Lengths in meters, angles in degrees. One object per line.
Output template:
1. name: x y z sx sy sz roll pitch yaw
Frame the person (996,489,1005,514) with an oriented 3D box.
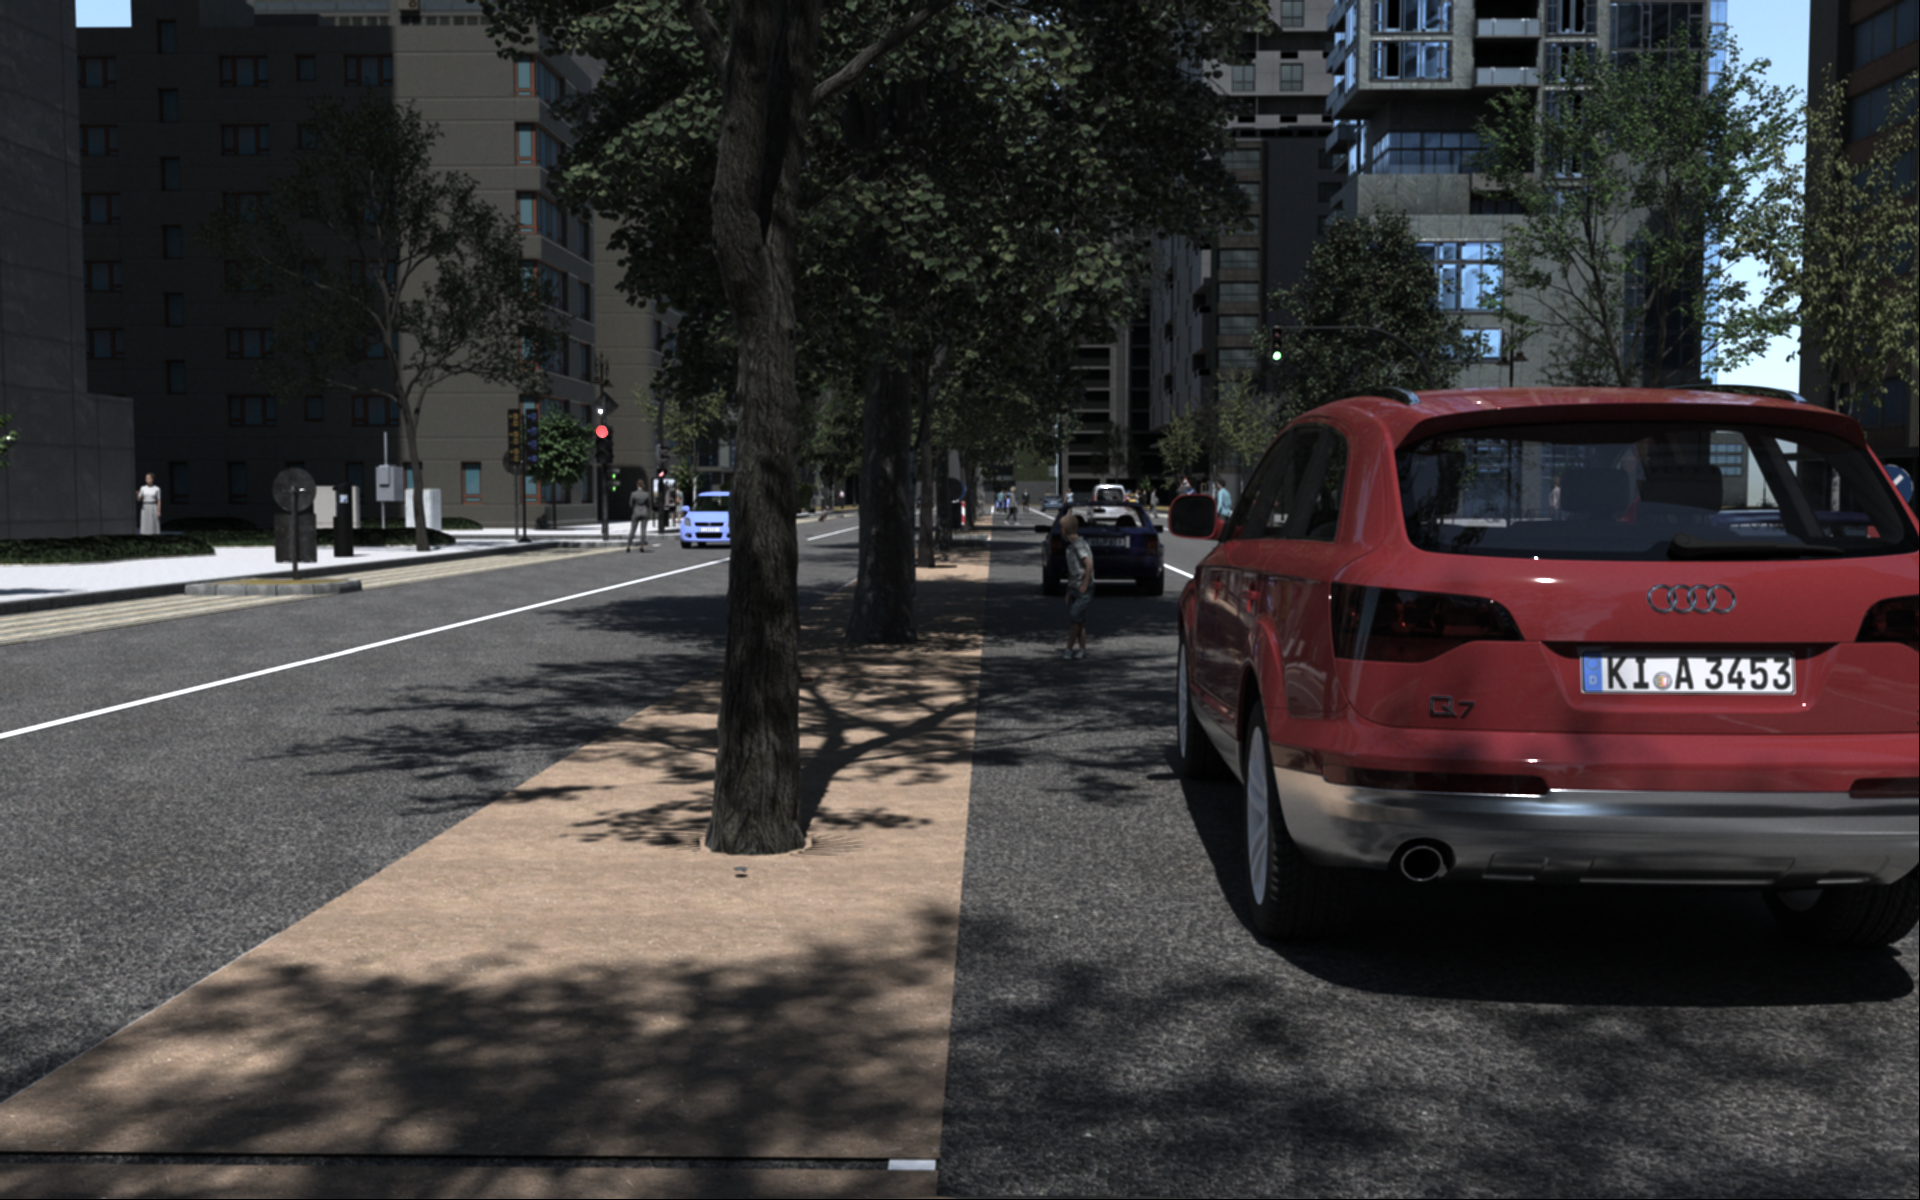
1. person: 2.940 -7.243 126.949 0.620 1.820 0.660 -2 4 -33

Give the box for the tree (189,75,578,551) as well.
1. tree: -12.301 -6.382 38.766 7.601 10.594 8.767 3 4 38

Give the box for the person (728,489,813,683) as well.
1. person: -1.478 -0.276 13.113 0.635 1.810 0.391 2 4 28

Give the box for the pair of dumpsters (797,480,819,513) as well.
1. pair of dumpsters: -10.456 -6.982 116.642 1.574 2.255 4.437 0 4 1

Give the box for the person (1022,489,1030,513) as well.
1. person: 4.987 -7.475 130.496 0.659 1.850 0.755 -1 4 -10

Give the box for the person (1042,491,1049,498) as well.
1. person: 9.952 -11.470 196.043 1.348 1.824 0.705 0 4 8

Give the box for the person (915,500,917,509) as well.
1. person: -2.613 -5.085 91.888 0.600 1.795 0.529 -1 4 -17

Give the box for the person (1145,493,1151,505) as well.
1. person: 22.625 -12.276 206.894 1.348 1.807 0.705 -2 4 -31

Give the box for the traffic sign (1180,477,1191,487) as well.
1. traffic sign: 16.914 -7.953 130.041 0.884 2.594 0.081 1 4 10

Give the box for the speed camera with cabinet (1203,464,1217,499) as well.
1. speed camera with cabinet: 16.546 -7.362 114.703 0.660 3.252 2.038 0 4 -2

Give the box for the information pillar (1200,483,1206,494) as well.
1. information pillar: 16.844 -7.070 120.086 0.304 2.012 0.304 -1 4 -15

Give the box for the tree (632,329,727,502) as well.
1. tree: -11.527 -7.551 73.813 4.737 8.622 4.395 0 3 0

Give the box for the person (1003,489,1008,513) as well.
1. person: 3.519 -7.629 133.245 0.705 1.823 1.348 0 4 2

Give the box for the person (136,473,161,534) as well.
1. person: -18.089 -1.958 38.624 0.480 1.755 0.524 -1 4 -20

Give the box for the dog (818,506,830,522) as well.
1. dog: -7.150 -4.491 90.264 0.513 0.831 0.800 -2 4 -25

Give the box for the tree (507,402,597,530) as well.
1. tree: -14.434 -4.784 61.928 4.285 4.588 4.351 0 3 0

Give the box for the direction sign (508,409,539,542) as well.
1. direction sign: -11.627 -3.313 46.168 0.876 3.537 0.379 1 4 15

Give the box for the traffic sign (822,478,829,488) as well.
1. traffic sign: -10.024 -7.969 130.400 0.768 2.556 0.104 1 4 8

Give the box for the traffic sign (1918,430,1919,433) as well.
1. traffic sign: 14.467 -1.572 25.430 0.795 2.593 0.064 0 4 2

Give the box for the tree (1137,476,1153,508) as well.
1. tree: 17.897 -10.442 165.321 1.663 3.219 1.824 0 3 0

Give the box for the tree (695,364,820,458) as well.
1. tree: -11.252 -9.890 96.115 7.601 10.594 8.767 0 4 7

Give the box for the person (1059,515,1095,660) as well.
1. person: 1.009 -0.112 15.007 0.352 1.250 0.332 1 4 21

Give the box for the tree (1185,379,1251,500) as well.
1. tree: 16.556 -9.840 111.252 4.360 8.622 3.978 0 3 0

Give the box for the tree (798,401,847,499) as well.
1. tree: -10.870 -11.210 133.650 4.737 8.622 4.395 0 3 0

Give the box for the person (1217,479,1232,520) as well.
1. person: 6.851 -2.218 44.785 0.620 1.820 0.660 2 4 28

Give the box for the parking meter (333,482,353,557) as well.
1. parking meter: -12.611 -1.650 35.397 0.372 1.533 0.369 0 3 0

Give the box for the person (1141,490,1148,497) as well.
1. person: 21.746 -12.155 204.746 0.705 1.831 1.348 -2 4 -30

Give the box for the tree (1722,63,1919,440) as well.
1. tree: 15.688 -4.891 30.337 4.737 8.622 4.395 0 3 0

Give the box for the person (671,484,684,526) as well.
1. person: -11.502 -3.880 70.490 0.512 1.701 0.522 -1 4 -15

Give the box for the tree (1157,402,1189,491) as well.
1. tree: 17.261 -11.322 135.471 4.737 8.622 4.395 0 3 0

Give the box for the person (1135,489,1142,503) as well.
1. person: 12.189 -6.697 118.572 0.524 1.755 0.480 0 4 3

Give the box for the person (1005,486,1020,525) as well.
1. person: 2.436 -4.412 80.811 0.728 1.800 0.709 0 4 0

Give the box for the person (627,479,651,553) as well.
1. person: -7.897 -2.064 42.524 0.520 1.790 0.573 -2 4 -31

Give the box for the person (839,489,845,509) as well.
1. person: -10.316 -8.775 150.448 0.436 1.711 0.756 3 4 36

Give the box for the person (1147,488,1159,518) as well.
1. person: 11.494 -5.775 103.190 0.850 1.792 0.678 0 3 0

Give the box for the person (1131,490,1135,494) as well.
1. person: 17.693 -10.438 177.428 1.217 1.735 0.721 0 4 2

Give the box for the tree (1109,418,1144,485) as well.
1. tree: 18.644 -16.713 207.674 7.601 10.594 8.767 1 4 9

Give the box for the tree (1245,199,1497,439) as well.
1. tree: 16.046 -9.227 67.867 9.611 12.733 9.660 0 3 0

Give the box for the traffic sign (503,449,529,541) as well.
1. traffic sign: -12.143 -2.892 47.384 0.768 2.556 0.104 0 4 7

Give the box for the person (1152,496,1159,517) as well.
1. person: 11.975 -5.851 106.766 0.523 1.515 0.503 0 4 -6

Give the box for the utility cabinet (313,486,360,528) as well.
1. utility cabinet: -17.171 -2.389 47.744 1.173 1.500 0.318 0 4 -1

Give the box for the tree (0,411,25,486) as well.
1. tree: -12.308 -1.626 21.181 1.663 3.219 1.824 0 3 0

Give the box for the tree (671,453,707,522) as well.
1. tree: -12.508 -5.153 78.847 1.663 3.219 1.824 0 3 0

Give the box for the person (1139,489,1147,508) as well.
1. person: 17.069 -9.461 161.533 0.742 1.727 0.445 -1 4 -16

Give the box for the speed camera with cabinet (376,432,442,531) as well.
1. speed camera with cabinet: -17.550 -3.718 55.126 2.038 3.252 0.660 1 4 17

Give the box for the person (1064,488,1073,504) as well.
1. person: 6.804 -6.089 108.144 0.616 1.811 0.778 0 4 5

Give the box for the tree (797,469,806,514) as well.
1. tree: -10.713 -7.197 112.278 1.663 3.219 1.824 0 3 0

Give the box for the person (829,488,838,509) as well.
1. person: -11.047 -8.733 148.457 1.348 1.869 0.705 3 4 39

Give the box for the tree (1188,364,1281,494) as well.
1. tree: 16.083 -9.004 97.575 4.737 8.622 4.395 0 3 0

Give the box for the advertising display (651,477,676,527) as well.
1. advertising display: -11.533 -3.807 67.460 0.974 1.923 0.123 -2 4 -32
